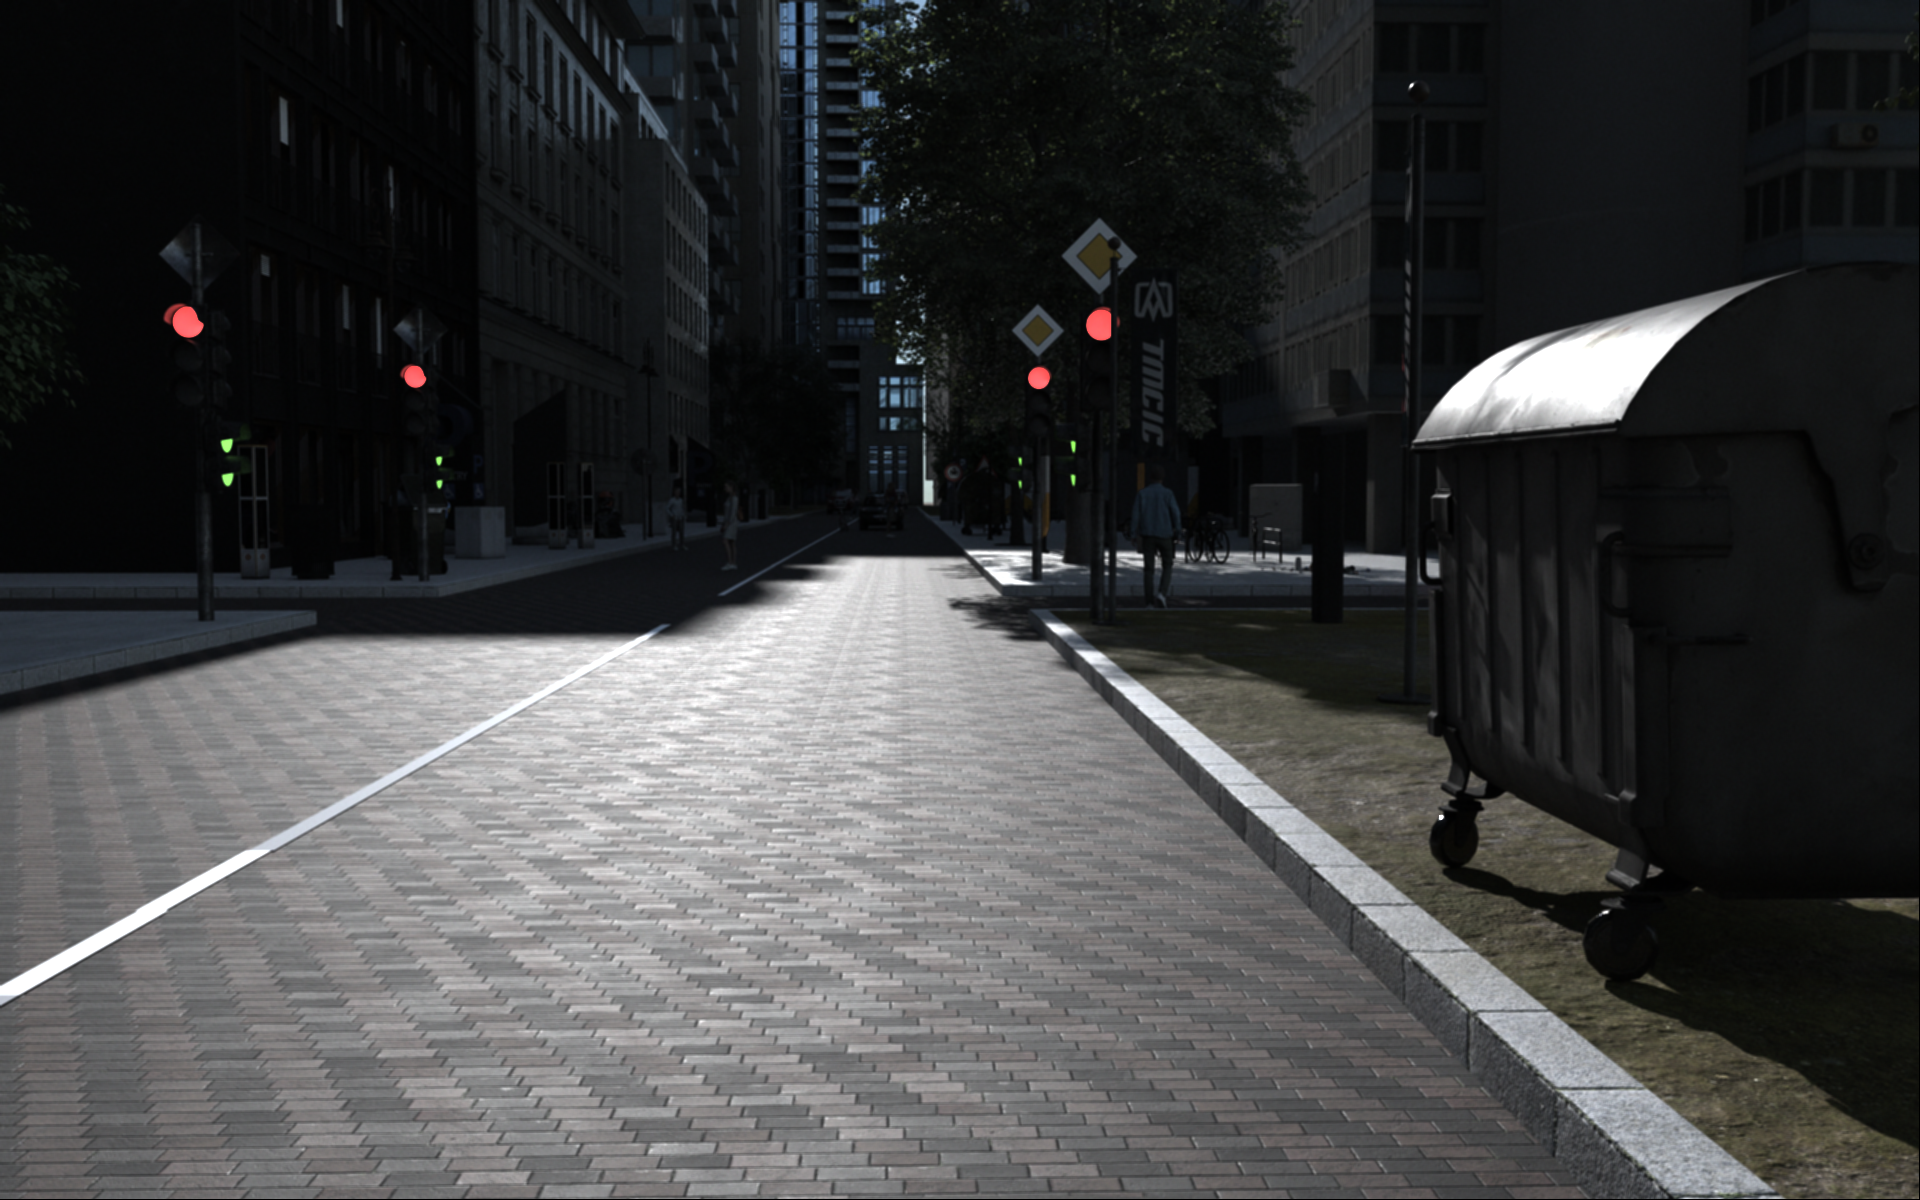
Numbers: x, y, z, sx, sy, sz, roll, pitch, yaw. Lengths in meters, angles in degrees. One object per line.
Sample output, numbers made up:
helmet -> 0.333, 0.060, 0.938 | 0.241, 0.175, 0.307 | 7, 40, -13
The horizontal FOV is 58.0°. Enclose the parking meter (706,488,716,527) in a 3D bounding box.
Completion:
parking meter -> -9.681, -3.609, 67.419 | 0.372, 1.533, 0.369 | 0, 3, 0

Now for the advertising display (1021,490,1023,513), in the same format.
advertising display -> 1.957, -3.196, 57.464 | 0.123, 1.923, 0.974 | 1, 4, 12

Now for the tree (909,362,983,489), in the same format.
tree -> -0.393, -8.866, 95.320 | 4.737, 8.622, 4.395 | 0, 3, 0

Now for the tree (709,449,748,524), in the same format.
tree -> -10.109, -4.879, 74.369 | 1.663, 3.219, 1.824 | 0, 3, 0

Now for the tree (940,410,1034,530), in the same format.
tree -> 1.562, -4.775, 61.792 | 4.285, 4.588, 4.351 | 0, 3, 0

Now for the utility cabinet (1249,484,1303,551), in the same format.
utility cabinet -> 7.106, -1.856, 39.028 | 1.173, 1.500, 0.318 | 3, 4, 37

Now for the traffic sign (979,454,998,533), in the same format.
traffic sign -> 0.795, -3.461, 56.586 | 0.884, 2.594, 0.081 | 0, 4, -1

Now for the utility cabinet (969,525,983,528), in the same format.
utility cabinet -> 0.611, -3.318, 65.416 | 0.306, 1.237, 1.020 | -1, 4, -18

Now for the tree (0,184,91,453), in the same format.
tree -> -9.252, -1.891, 14.632 | 4.285, 4.588, 4.351 | 0, 3, 0

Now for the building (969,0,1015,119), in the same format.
building -> 7.524, -28.083, 142.753 | 14.154, 41.232, 14.086 | 0, 4, -2

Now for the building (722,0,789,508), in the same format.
building -> -30.181, -34.763, 157.612 | 27.495, 52.752, 28.713 | 0, 4, -2

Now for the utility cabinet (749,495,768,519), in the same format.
utility cabinet -> -10.445, -4.802, 89.673 | 1.020, 1.237, 0.306 | 0, 4, -3

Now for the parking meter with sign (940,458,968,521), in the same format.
parking meter with sign -> -0.333, -5.356, 83.836 | 0.543, 3.016, 1.738 | 2, 4, 34

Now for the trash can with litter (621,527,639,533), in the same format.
trash can with litter -> -11.650, -2.873, 58.028 | 1.678, 1.210, 2.233 | -1, 4, -13

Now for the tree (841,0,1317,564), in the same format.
tree -> 2.251, -7.635, 31.482 | 9.857, 13.997, 8.962 | 0, 3, 0

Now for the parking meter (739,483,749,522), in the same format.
parking meter -> -9.784, -4.460, 78.630 | 0.399, 1.863, 0.255 | -2, 4, -33

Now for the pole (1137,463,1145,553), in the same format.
pole -> 3.906, -2.663, 37.379 | 0.158, 3.312, 0.155 | 0, 3, 0

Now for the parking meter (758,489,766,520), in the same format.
parking meter -> -9.951, -4.802, 86.928 | 0.372, 1.533, 0.369 | 0, 3, 0

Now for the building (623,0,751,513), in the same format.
building -> -26.617, -30.269, 114.513 | 23.786, 49.044, 30.456 | 0, 4, -2

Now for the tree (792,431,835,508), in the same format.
tree -> -13.407, -12.672, 157.553 | 4.360, 8.622, 3.978 | 0, 3, 0

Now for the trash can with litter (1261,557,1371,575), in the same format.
trash can with litter -> 5.952, -1.063, 28.439 | 1.678, 1.210, 2.233 | 0, 4, -2

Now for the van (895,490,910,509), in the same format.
van -> -5.837, -9.722, 165.969 | 2.013, 2.044, 4.112 | 0, 4, -1

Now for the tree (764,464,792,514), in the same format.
tree -> -11.672, -7.202, 112.351 | 1.663, 3.219, 1.824 | 0, 3, 0

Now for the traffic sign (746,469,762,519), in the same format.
traffic sign -> -10.669, -5.465, 89.356 | 0.884, 2.594, 0.081 | 0, 4, 6

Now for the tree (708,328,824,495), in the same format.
tree -> -11.699, -9.905, 96.358 | 8.767, 10.594, 7.601 | 0, 4, -2

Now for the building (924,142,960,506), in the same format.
building -> 3.084, -31.249, 194.522 | 14.086, 41.232, 14.154 | 0, 4, -2

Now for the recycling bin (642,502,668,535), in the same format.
recycling bin -> -9.519, -2.541, 54.100 | 0.722, 1.027, 0.722 | 0, 4, -4

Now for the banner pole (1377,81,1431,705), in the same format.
banner pole -> 2.816, -1.273, 10.838 | 0.401, 3.779, 0.863 | 0, 4, 8

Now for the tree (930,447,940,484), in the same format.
tree -> -0.206, -7.415, 104.948 | 4.285, 4.588, 4.351 | 0, 3, 0

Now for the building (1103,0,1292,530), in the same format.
building -> 12.408, -18.169, 68.763 | 14.160, 30.474, 14.107 | 0, 4, -2

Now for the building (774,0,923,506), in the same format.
building -> -19.825, -54.070, 196.709 | 31.000, 86.520, 22.319 | 0, 4, -2

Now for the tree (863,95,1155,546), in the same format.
tree -> 1.465, -7.160, 42.828 | 9.928, 11.665, 9.643 | 0, 3, 0

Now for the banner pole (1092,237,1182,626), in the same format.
banner pole -> 1.731, -1.647, 16.944 | 0.863, 3.779, 0.401 | 0, 4, 2

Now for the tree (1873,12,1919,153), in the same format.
tree -> 10.107, -3.903, 14.183 | 4.737, 8.622, 4.395 | 0, 3, 0

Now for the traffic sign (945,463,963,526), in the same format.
traffic sign -> -0.247, -4.311, 70.594 | 0.768, 2.556, 0.104 | 0, 4, -1

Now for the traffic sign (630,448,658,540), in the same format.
traffic sign -> -8.756, -2.930, 48.011 | 0.768, 2.556, 0.104 | 0, 4, 1

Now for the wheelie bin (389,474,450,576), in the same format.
wheelie bin -> -8.618, -1.200, 27.531 | 0.693, 1.594, 0.980 | 3, 5, 42

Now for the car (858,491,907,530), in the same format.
car -> -3.161, -3.688, 70.087 | 2.009, 1.686, 4.222 | 0, 4, -1

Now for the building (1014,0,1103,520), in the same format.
building -> 10.191, -26.927, 90.361 | 14.600, 45.320, 14.200 | 0, 4, -2

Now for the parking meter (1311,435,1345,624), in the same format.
parking meter -> 3.675, -0.708, 17.292 | 0.255, 1.863, 0.399 | 0, 4, 1

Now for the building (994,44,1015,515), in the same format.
building -> 8.947, -20.984, 114.793 | 14.160, 30.474, 14.107 | 0, 4, -2

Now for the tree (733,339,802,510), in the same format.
tree -> -13.479, -14.214, 139.056 | 9.857, 13.997, 8.962 | 0, 3, 0

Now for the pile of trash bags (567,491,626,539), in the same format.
pile of trash bags -> -10.801, -2.539, 51.260 | 1.912, 1.369, 3.447 | 0, 4, 1

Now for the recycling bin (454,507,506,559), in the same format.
recycling bin -> -9.555, -1.341, 34.481 | 0.722, 1.027, 0.722 | 2, 4, 25

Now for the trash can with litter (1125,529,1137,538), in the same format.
trash can with litter -> 5.282, -2.407, 50.735 | 1.055, 1.170, 0.624 | 3, 5, 40

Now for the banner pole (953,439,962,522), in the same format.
banner pole -> -0.183, -5.461, 79.304 | 0.401, 3.779, 0.863 | -1, 4, -23

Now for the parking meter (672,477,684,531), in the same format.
parking meter -> -9.714, -3.299, 59.642 | 0.399, 1.863, 0.255 | -1, 4, -9

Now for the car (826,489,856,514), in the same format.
car -> -8.593, -7.161, 125.753 | 2.281, 1.827, 5.304 | 0, 4, -2
